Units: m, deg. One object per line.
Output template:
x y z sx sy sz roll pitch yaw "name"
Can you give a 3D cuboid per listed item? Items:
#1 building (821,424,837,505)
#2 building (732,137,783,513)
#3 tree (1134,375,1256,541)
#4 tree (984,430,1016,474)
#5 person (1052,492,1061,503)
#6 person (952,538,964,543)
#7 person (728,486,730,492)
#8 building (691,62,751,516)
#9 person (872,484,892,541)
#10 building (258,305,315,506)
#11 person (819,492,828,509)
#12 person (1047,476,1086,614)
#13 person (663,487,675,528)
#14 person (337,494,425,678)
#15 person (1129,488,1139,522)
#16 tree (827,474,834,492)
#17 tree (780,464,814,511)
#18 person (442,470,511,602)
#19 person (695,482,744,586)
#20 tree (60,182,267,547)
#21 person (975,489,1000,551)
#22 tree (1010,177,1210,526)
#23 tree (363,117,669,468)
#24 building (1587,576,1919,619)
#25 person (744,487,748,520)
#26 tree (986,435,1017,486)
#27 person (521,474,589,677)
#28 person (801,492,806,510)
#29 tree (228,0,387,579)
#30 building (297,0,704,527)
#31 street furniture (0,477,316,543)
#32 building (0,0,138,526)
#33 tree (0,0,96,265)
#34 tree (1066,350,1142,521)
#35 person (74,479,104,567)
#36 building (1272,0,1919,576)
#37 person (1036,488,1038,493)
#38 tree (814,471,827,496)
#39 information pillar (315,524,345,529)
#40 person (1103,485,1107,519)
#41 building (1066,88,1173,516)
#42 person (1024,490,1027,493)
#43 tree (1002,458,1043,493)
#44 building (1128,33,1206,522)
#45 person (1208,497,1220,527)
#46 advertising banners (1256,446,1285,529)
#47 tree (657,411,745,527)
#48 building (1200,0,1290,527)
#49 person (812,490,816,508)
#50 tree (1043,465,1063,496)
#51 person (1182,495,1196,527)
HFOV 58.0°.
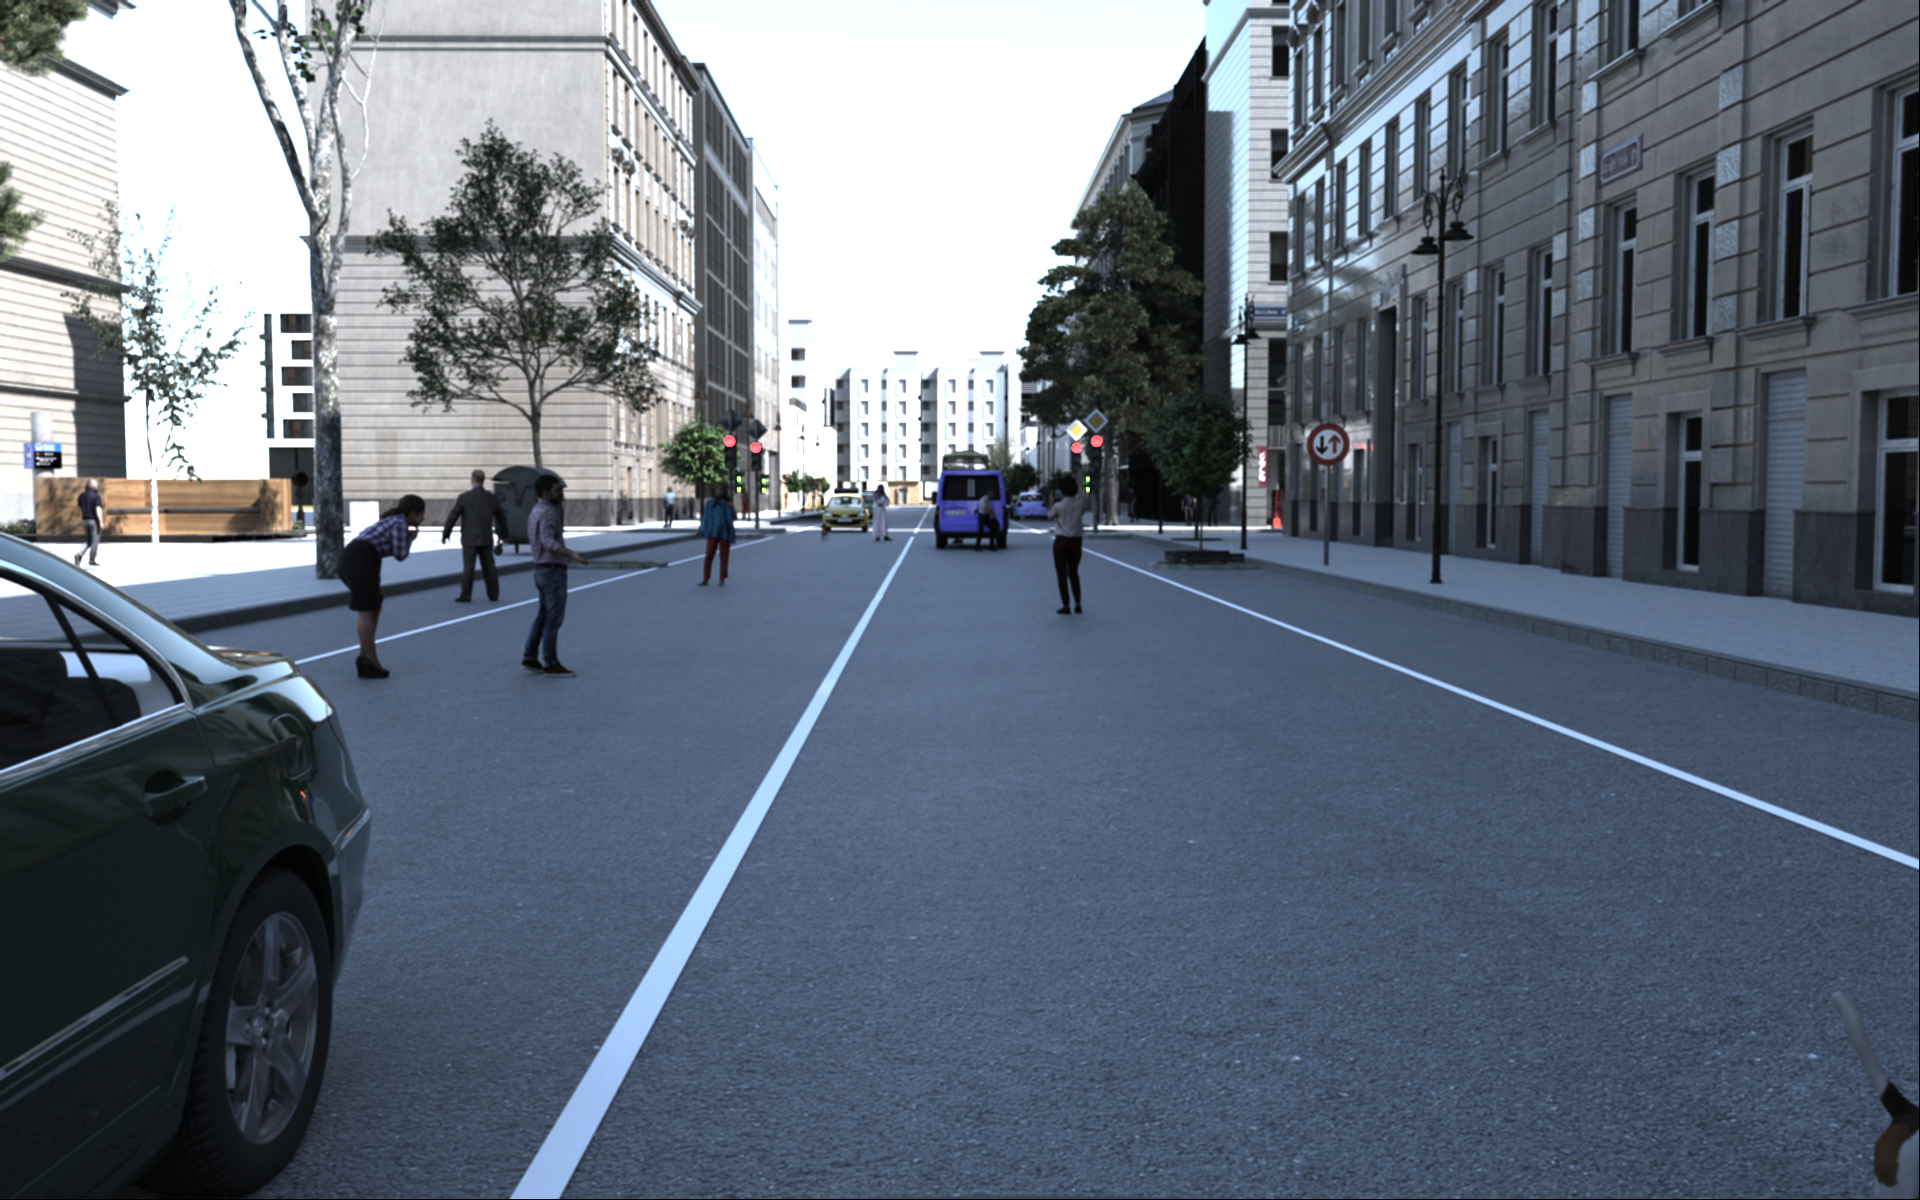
-29.020 -16.263 208.051 28.070 9.664 9.099 0 4 -1 "building"
-19.770 -18.766 124.847 12.078 24.808 19.932 0 4 -1 "building"
6.517 -3.945 48.217 4.285 4.588 4.351 0 3 0 "tree"
4.570 -14.972 195.152 4.360 8.622 3.978 0 3 0 "tree"
5.715 -5.770 103.610 0.697 1.427 0.421 3 4 38 "person"
-0.111 -2.527 50.491 0.551 1.740 0.621 0 4 7 "person"
-10.280 -4.177 75.795 0.566 1.644 0.517 1 4 11 "person"
-20.723 -18.915 102.767 14.314 27.812 24.014 0 4 -1 "building"
-2.438 -2.701 53.328 0.621 1.740 0.551 2 4 30 "person"
-59.513 -21.644 197.855 32.646 21.610 27.936 0 4 -1 "building"
-12.035 -8.881 151.970 1.217 1.736 0.721 -3 5 -44 "person"
1.266 -0.662 20.787 0.517 1.644 0.566 1 4 22 "person"
-11.126 -3.537 66.084 0.499 1.552 0.429 0 4 1 "person"
-4.510 -0.110 13.536 0.697 1.427 0.421 -3 5 -42 "person"
7.944 -4.333 79.090 0.471 1.553 0.569 0 4 7 "person"
-11.552 -9.218 145.312 1.663 3.219 1.824 0 3 0 "tree"
-10.409 -6.999 109.038 1.663 3.219 1.824 0 3 0 "tree"
-6.477 -0.861 23.128 0.990 1.755 0.434 -3 4 -38 "person"
-3.790 -1.031 27.054 0.593 1.614 0.444 2 4 29 "person"
-19.327 -5.597 41.875 4.360 8.622 3.978 0 3 0 "tree"
0.696 -1.995 43.336 0.590 1.554 0.614 1 4 21 "person"
5.926 -9.911 69.475 7.806 13.903 7.818 0 3 0 "tree"
-10.830 -6.678 43.594 7.601 10.594 8.767 0 4 2 "tree"
15.542 -13.332 15.242 12.463 27.353 25.104 0 4 -1 "building"
-10.753 -4.827 86.668 0.444 1.614 0.593 0 4 4 "person"
4.935 -16.257 216.169 4.737 8.622 4.395 0 3 0 "tree"
-3.220 -0.197 13.672 0.435 1.587 0.963 -2 4 -30 "person"
-12.370 -7.878 137.053 0.429 1.552 0.499 3 4 36 "person"
-10.864 -10.343 24.995 12.611 20.169 13.585 0 3 0 "tree"
-19.350 -17.188 78.283 12.463 27.353 25.104 0 4 -1 "building"
-22.936 -2.616 49.633 11.010 1.723 9.812 0 4 2 "street furniture"
-49.235 -17.429 72.350 23.554 28.519 14.401 0 4 -1 "building"
-9.280 -5.477 11.604 6.751 12.117 7.091 0 3 0 "tree"
6.693 -8.044 81.883 4.737 8.622 4.395 0 3 0 "tree"
-15.361 -1.359 30.470 0.471 1.553 0.569 -2 4 -34 "person"
15.681 -14.865 40.304 12.463 27.353 25.104 0 4 -1 "building"
5.700 -7.287 126.121 0.436 1.711 0.756 1 4 17 "person"
-11.375 -8.297 130.257 1.663 3.219 1.824 0 3 0 "tree"
-23.165 -4.539 63.594 0.750 3.857 0.750 3 4 39 "information pillar"
7.285 -4.965 87.753 0.750 1.759 0.617 2 4 30 "person"
17.248 -20.817 116.773 17.030 29.872 44.131 0 4 -1 "building"
6.138 -9.389 159.568 0.705 1.823 1.348 2 4 26 "person"
5.684 -10.578 156.663 4.285 4.588 4.351 0 3 0 "tree"
15.489 -15.711 86.554 12.332 23.373 15.834 0 4 -1 "building"
9.936 -3.717 67.519 0.576 1.737 0.504 2 4 33 "person"
11.712 -4.140 63.875 2.074 3.025 0.090 -2 4 -31 "advertising banners"
-10.235 -5.205 68.812 4.285 4.588 4.351 0 3 0 "tree"
25.718 -18.011 71.980 29.804 29.767 11.434 0 4 -1 "building"
-13.711 -9.563 162.418 0.705 1.822 1.348 0 4 6 "person"
6.469 -7.277 113.588 1.663 3.219 1.824 0 3 0 "tree"
9.072 -3.665 68.175 0.569 1.553 0.471 3 5 40 "person"
